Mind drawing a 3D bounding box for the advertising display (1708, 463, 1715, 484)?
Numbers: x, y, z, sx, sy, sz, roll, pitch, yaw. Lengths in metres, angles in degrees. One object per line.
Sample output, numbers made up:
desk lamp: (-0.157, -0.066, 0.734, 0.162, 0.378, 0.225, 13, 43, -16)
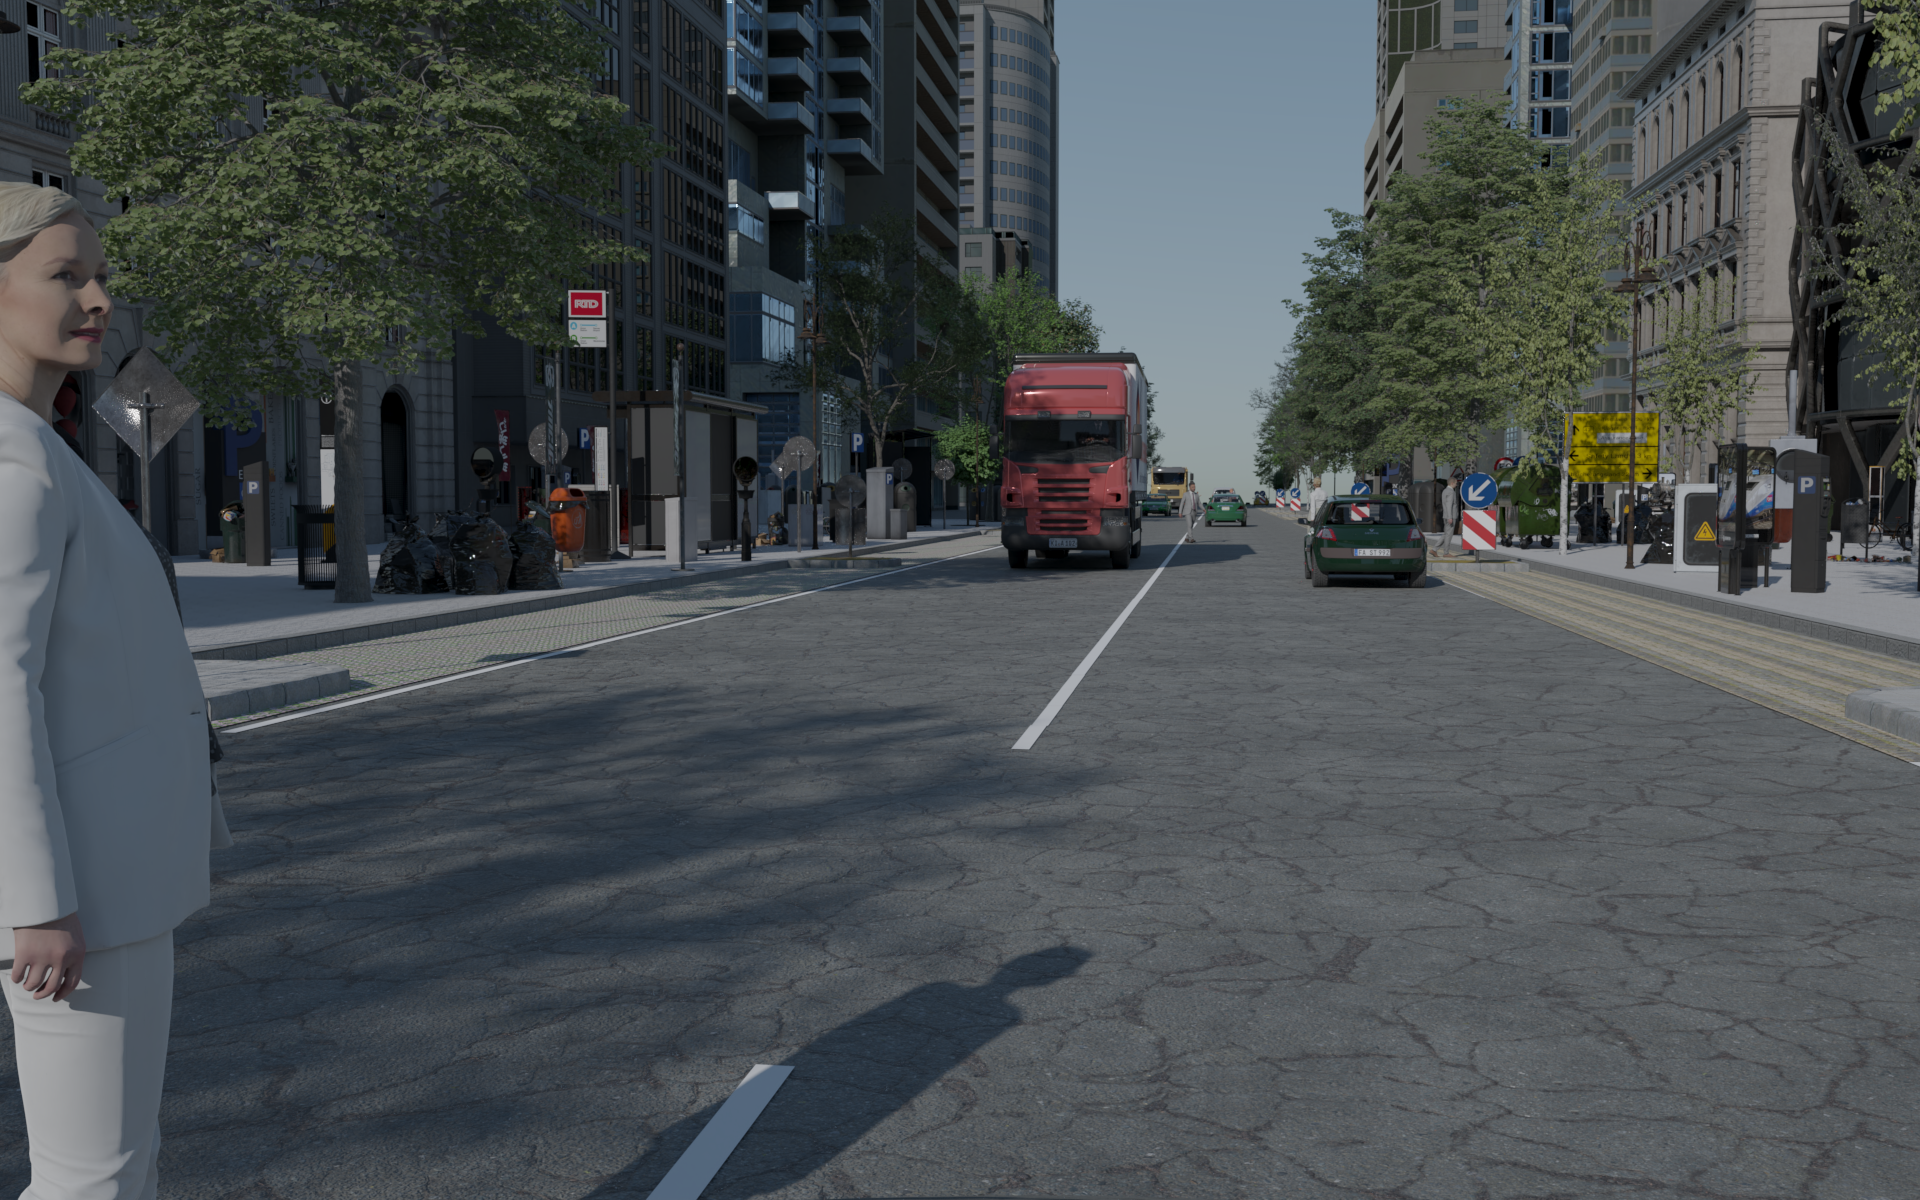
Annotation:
advertising display: (15.881, -1.909, 36.424, 0.123, 1.923, 0.974, 2, 4, 34)

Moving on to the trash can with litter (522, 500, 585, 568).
trash can with litter: (-7.066, -1.148, 30.159, 1.055, 1.170, 0.624, 0, 4, 8)

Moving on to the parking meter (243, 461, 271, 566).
parking meter: (-12.501, -1.534, 30.786, 0.399, 1.863, 0.255, 0, 4, 8)

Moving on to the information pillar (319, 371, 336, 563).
information pillar: (-11.651, -2.498, 32.198, 0.504, 3.616, 0.183, 0, 4, 5)

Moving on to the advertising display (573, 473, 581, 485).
advertising display: (-11.684, -2.915, 52.882, 0.123, 1.923, 0.974, 0, 4, -6)

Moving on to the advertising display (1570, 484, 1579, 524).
advertising display: (25.753, -4.182, 73.593, 0.974, 1.923, 0.123, 1, 4, 23)

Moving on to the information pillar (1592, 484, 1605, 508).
information pillar: (19.867, -3.022, 53.909, 0.304, 2.012, 0.304, 0, 3, 0)

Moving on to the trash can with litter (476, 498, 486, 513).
trash can with litter: (-11.245, -1.879, 41.775, 1.678, 1.210, 2.233, 1, 4, 9)

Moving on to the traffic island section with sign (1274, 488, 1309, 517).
traffic island section with sign: (20.970, -6.140, 109.012, 1.989, 1.847, 2.006, 1, 4, 8)

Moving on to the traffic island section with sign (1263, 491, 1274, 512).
traffic island section with sign: (24.960, -7.773, 135.715, 1.989, 1.847, 2.006, 1, 4, 8)

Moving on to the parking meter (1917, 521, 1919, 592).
parking meter: (12.780, -0.874, 22.694, 0.372, 1.533, 0.369, 0, 3, 0)

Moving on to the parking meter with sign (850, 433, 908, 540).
parking meter with sign: (-2.269, -3.225, 48.993, 1.738, 3.016, 0.543, 2, 4, 35)

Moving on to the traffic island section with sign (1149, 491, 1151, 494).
traffic island section with sign: (21.424, -11.243, 192.456, 1.989, 1.847, 2.006, 1, 4, 8)

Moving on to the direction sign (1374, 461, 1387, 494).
direction sign: (18.535, -5.159, 76.348, 0.876, 3.537, 0.379, -3, 5, -40)

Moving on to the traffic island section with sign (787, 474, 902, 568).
traffic island section with sign: (-2.213, -1.563, 34.177, 1.989, 1.847, 2.006, 1, 4, 8)

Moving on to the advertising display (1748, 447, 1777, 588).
advertising display: (10.715, -1.123, 23.575, 0.974, 1.923, 0.123, -2, 4, -27)

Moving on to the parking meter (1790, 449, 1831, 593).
parking meter: (11.053, -1.026, 22.493, 0.255, 1.863, 0.399, -3, 5, -40)

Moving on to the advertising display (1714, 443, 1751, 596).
advertising display: (9.911, -1.043, 22.271, 0.123, 1.923, 0.974, 1, 4, 10)

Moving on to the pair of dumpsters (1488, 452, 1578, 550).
pair of dumpsters: (13.687, -2.402, 41.760, 1.574, 2.255, 4.437, 1, 4, 8)

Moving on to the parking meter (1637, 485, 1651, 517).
parking meter: (19.019, -2.432, 48.178, 0.372, 1.533, 0.369, 0, 3, 0)

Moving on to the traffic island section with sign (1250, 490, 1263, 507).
traffic island section with sign: (33.076, -11.099, 190.102, 1.989, 1.847, 2.006, 1, 4, 8)

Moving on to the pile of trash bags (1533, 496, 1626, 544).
pile of trash bags: (16.718, -2.207, 45.839, 1.912, 1.369, 3.447, -3, 5, -45)

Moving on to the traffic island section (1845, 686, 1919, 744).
traffic island section: (6.505, 0.748, 10.046, 2.009, 0.180, 2.903, 1, 4, 8)

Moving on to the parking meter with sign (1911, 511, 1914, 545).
parking meter with sign: (24.410, -2.890, 43.519, 0.543, 3.016, 1.738, 3, 5, 44)

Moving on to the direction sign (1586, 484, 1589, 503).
direction sign: (24.053, -4.548, 66.360, 0.379, 3.537, 0.876, 1, 4, 12)

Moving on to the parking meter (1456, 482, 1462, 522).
parking meter: (22.597, -4.430, 78.142, 0.399, 1.863, 0.255, 1, 4, 22)

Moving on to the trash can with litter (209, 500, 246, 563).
trash can with litter: (-13.638, -1.275, 32.238, 1.055, 1.170, 0.624, 3, 4, 37)

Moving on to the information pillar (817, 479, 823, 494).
information pillar: (-6.687, -4.749, 82.130, 0.304, 2.012, 0.304, 2, 4, 26)

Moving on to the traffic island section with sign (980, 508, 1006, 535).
traffic island section with sign: (1.807, -3.213, 61.162, 1.989, 1.847, 2.006, 1, 4, 8)

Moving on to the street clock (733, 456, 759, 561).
street clock: (-4.095, -1.747, 33.134, 0.471, 2.002, 0.358, -1, 4, -12)

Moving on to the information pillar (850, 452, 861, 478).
information pillar: (-4.055, -4.625, 66.975, 0.504, 3.616, 0.183, 3, 4, 38)

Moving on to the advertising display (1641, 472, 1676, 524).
advertising display: (20.860, -2.847, 51.770, 0.974, 1.923, 0.123, 1, 4, 15)

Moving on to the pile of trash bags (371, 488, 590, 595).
pile of trash bags: (-6.212, -0.844, 23.546, 1.912, 1.369, 3.447, 2, 4, 24)

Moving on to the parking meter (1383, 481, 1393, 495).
parking meter: (19.578, -4.495, 79.210, 0.399, 1.863, 0.255, 0, 4, -4)

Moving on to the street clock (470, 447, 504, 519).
street clock: (-7.264, -1.351, 26.653, 0.471, 2.002, 0.358, 2, 4, 26)

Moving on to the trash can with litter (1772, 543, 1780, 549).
trash can with litter: (18.762, -1.772, 40.353, 0.624, 1.170, 1.055, 1, 4, 13)

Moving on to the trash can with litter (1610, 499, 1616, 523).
trash can with litter: (28.770, -3.941, 75.821, 1.055, 1.170, 0.624, -2, 4, -34)

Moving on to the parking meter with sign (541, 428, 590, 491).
parking meter with sign: (-10.731, -3.045, 46.046, 1.738, 3.016, 0.543, 1, 4, 17)

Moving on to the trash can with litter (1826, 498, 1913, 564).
trash can with litter: (17.177, -1.320, 32.639, 1.678, 1.210, 2.233, -2, 4, -32)

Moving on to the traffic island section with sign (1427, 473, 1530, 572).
traffic island section with sign: (9.571, -1.473, 32.704, 1.989, 1.847, 2.006, 1, 4, 8)

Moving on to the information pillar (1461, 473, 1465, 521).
information pillar: (17.421, -3.360, 59.435, 0.304, 2.012, 0.304, -2, 4, -26)

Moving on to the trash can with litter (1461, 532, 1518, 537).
trash can with litter: (15.902, -2.496, 51.867, 2.233, 1.210, 1.678, -1, 4, -14)

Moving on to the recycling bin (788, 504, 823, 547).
recycling bin: (-3.797, -1.839, 42.619, 0.722, 1.027, 0.722, 1, 4, 10)

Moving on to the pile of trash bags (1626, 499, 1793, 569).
pile of trash bags: (13.742, -1.292, 30.875, 1.912, 1.369, 3.447, -1, 4, -9)

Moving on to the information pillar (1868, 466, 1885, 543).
information pillar: (24.211, -2.525, 45.769, 0.304, 2.012, 0.304, 3, 5, 42)

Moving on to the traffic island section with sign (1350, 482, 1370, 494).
traffic island section with sign: (13.555, -3.106, 59.404, 1.989, 1.847, 2.006, 1, 4, 8)

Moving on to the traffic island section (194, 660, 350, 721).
traffic island section: (-5.553, 0.638, 11.845, 2.009, 0.180, 2.903, 1, 4, 8)

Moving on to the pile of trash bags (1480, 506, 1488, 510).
pile of trash bags: (22.048, -3.741, 70.915, 1.912, 1.369, 3.447, 2, 4, 33)
